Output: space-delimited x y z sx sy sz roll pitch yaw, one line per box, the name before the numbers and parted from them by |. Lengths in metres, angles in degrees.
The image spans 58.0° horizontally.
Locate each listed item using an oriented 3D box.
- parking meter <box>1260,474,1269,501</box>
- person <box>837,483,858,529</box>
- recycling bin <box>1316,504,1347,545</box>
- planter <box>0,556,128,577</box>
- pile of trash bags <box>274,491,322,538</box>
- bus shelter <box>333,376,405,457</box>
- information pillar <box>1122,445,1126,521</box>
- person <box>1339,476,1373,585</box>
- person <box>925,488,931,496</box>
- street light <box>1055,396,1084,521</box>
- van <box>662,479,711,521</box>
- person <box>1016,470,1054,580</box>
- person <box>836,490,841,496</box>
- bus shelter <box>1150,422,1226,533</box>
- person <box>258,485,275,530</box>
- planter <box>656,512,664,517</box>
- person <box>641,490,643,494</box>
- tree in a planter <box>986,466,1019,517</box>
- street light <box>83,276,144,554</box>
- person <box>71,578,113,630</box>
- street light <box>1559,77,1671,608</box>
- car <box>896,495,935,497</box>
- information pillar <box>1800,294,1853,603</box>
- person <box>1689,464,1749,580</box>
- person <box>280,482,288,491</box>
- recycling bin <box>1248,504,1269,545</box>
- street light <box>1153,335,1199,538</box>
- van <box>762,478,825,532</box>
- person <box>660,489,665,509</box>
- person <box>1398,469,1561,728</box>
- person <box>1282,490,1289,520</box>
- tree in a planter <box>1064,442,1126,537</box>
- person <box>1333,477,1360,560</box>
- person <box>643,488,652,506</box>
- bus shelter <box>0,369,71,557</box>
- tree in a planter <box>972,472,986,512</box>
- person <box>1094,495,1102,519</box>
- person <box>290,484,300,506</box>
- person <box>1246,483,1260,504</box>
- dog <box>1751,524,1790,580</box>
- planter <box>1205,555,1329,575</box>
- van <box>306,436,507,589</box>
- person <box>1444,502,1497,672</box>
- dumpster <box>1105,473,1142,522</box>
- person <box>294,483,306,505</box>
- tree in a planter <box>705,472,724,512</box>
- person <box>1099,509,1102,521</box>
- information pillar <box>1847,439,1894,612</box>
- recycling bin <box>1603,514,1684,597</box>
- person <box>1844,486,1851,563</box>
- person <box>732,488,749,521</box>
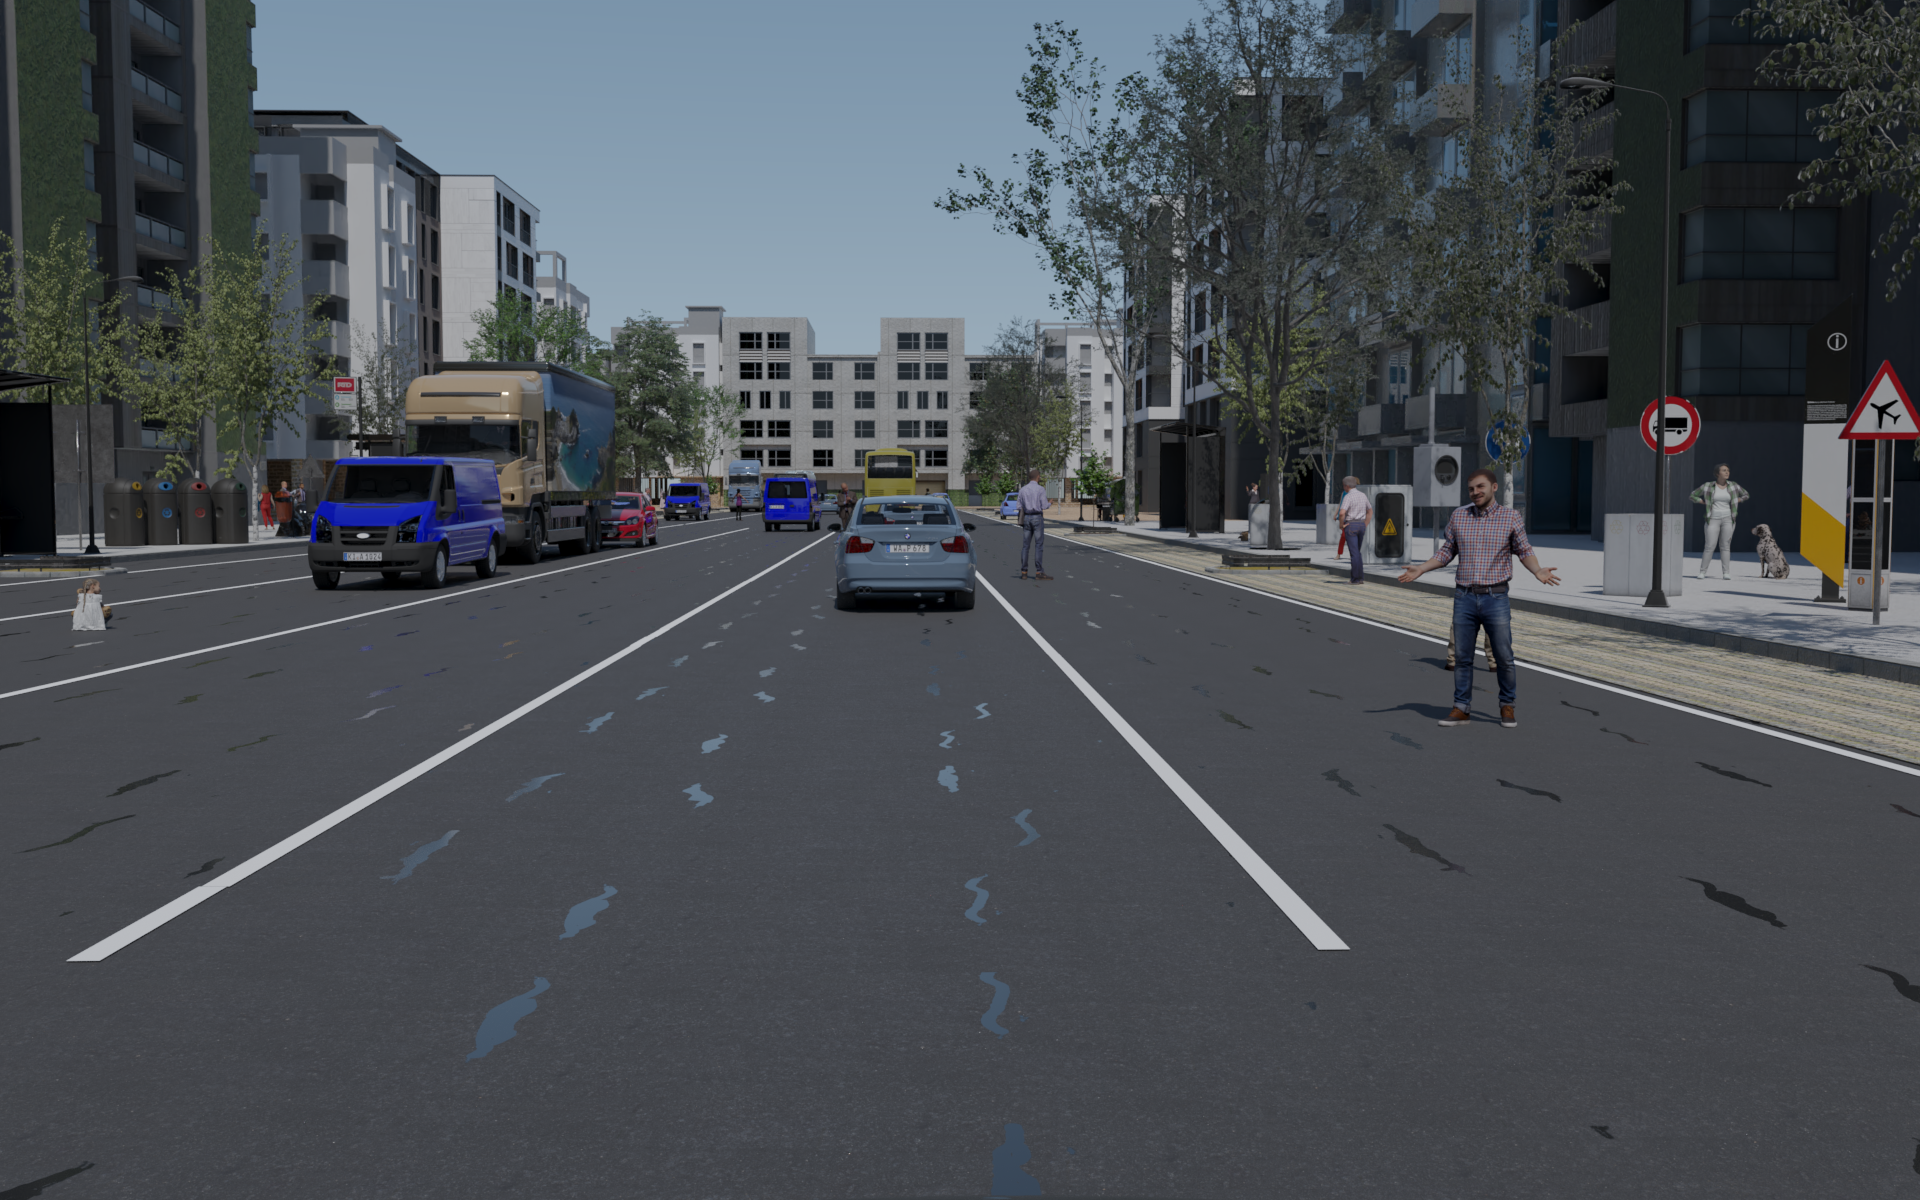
parking meter | 8.821 -2.692 49.732 0.399 1.863 0.255 -3 5 -40
person | -3.069 -2.342 47.483 0.565 1.739 0.600 -1 4 -22
recycling bin | 9.542 -1.931 44.133 0.722 1.027 0.722 -1 4 -11
planter | -16.057 -0.594 30.854 1.991 0.319 1.994 0 4 -2
pile of trash bags | -19.803 -2.604 52.336 1.912 1.369 3.447 0 4 2
bus shelter | -20.360 -5.152 61.868 2.179 5.291 8.768 0 4 -2
information pillar | 7.944 -5.559 82.246 0.504 3.616 0.183 -2 4 -31
person | 6.143 -1.086 27.193 0.756 1.711 0.436 -2 4 -30
person | -2.454 -7.477 130.375 0.705 1.869 1.348 3 5 41
street light | 5.205 -6.690 81.929 1.470 5.913 1.316 0 4 -2
van | -14.784 -5.480 93.983 2.240 2.365 5.245 0 4 -1
person | 1.307 -1.267 29.086 0.709 1.838 0.599 2 4 35
person | -10.074 -8.258 144.200 1.217 1.739 0.721 -2 4 -33
bus shelter | 7.781 -4.167 59.420 1.731 3.624 6.357 0 4 -2
person | -24.909 -3.330 62.186 0.593 1.614 0.444 -2 4 -23
planter | -18.692 -5.335 108.367 1.991 0.319 1.994 0 4 -2
person | -23.084 -7.206 124.598 1.217 1.736 0.721 -3 5 -43
tree in a planter | 2.868 -6.832 108.924 1.991 3.239 1.994 0 4 -2
street light | -18.116 -3.947 37.073 1.470 5.913 1.316 0 4 -2
person | -9.161 0.043 18.270 0.381 0.543 0.357 -1 4 -20
street light | 7.380 -2.872 19.505 1.470 5.913 1.316 0 4 -2
car | -1.142 -1.699 39.778 2.014 1.417 4.499 0 4 -3
information pillar | 10.236 -1.779 20.448 0.504 3.616 0.183 2 4 26
person | 11.406 -1.177 26.017 0.841 1.734 0.376 1 4 18
person | -25.916 -3.672 66.627 0.434 1.755 0.990 0 4 6
recycling bin | 7.661 -1.904 43.684 0.722 1.027 0.722 0 4 5
street light | 6.316 -4.781 50.718 1.470 5.913 1.316 0 4 -2
van | -6.515 -3.869 67.650 2.240 2.365 5.245 0 4 0
person | -25.332 -8.598 147.291 0.621 1.740 0.551 -2 4 -34
person | 3.201 -0.012 10.652 0.963 1.587 0.435 1 4 23
person | 15.644 -4.789 84.889 0.990 1.755 0.434 0 4 4
tree in a planter | 4.563 -3.777 58.977 1.991 3.239 1.994 0 4 -2
person | 7.585 -1.584 33.638 0.593 1.614 0.444 2 4 33
person | -13.661 -4.048 75.621 0.436 1.711 0.756 3 4 39
bus shelter | -18.862 -2.507 32.266 1.731 3.624 6.357 0 4 -2
tree in a planter | 1.957 -8.479 135.852 1.991 3.239 1.994 0 4 -2
person | 7.410 -5.129 89.922 1.348 1.822 0.705 -2 4 -29
person | -28.444 -4.149 74.601 0.841 1.734 0.376 0 4 -1
person | 11.824 -3.849 69.779 0.445 1.727 0.742 2 4 32
dog | 12.309 -0.725 26.241 0.513 0.831 0.800 1 4 18
planter | 5.507 -0.636 31.536 1.991 0.319 1.994 0 4 -2
van | -8.828 -1.436 27.857 2.240 2.365 5.245 0 4 -2
person | 4.166 -0.211 14.009 0.516 1.574 0.319 2 4 24
dumpster | 7.523 -4.713 79.544 1.502 2.255 1.985 0 4 -2
person | -27.450 -4.002 72.305 0.431 1.722 0.655 3 4 36
tree in a planter | -19.637 -8.506 136.291 1.991 3.239 1.994 0 4 -2
person | 6.793 -4.576 82.322 0.566 1.644 0.517 0 4 -4
information pillar | 9.953 -0.883 18.922 0.304 2.012 0.304 -2 4 -30
recycling bin | 8.625 -0.569 21.864 0.722 1.027 0.722 -3 5 -41
person | 16.566 -1.526 31.926 0.436 1.711 0.756 -3 4 -37
person | -11.903 -5.166 93.653 1.217 1.739 0.721 3 4 36
